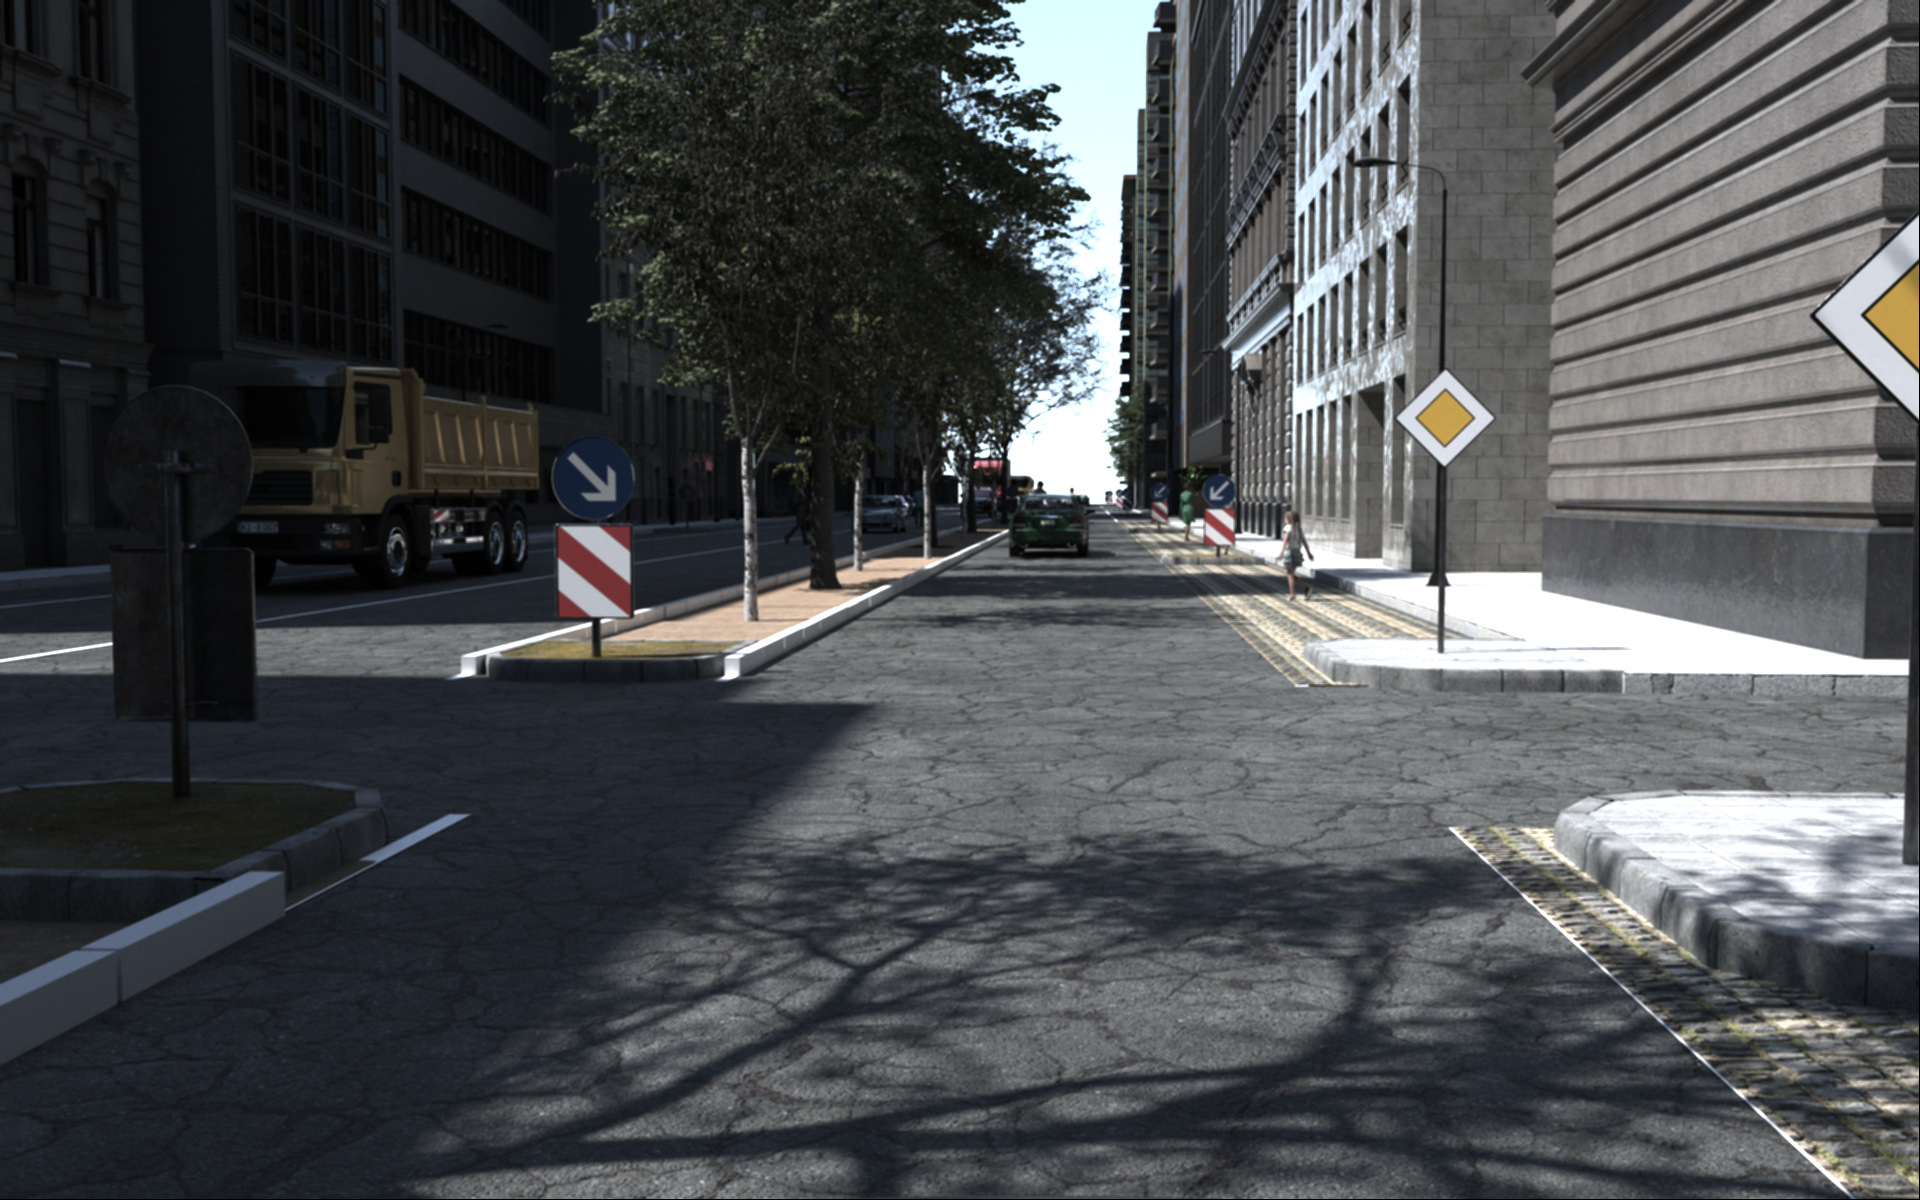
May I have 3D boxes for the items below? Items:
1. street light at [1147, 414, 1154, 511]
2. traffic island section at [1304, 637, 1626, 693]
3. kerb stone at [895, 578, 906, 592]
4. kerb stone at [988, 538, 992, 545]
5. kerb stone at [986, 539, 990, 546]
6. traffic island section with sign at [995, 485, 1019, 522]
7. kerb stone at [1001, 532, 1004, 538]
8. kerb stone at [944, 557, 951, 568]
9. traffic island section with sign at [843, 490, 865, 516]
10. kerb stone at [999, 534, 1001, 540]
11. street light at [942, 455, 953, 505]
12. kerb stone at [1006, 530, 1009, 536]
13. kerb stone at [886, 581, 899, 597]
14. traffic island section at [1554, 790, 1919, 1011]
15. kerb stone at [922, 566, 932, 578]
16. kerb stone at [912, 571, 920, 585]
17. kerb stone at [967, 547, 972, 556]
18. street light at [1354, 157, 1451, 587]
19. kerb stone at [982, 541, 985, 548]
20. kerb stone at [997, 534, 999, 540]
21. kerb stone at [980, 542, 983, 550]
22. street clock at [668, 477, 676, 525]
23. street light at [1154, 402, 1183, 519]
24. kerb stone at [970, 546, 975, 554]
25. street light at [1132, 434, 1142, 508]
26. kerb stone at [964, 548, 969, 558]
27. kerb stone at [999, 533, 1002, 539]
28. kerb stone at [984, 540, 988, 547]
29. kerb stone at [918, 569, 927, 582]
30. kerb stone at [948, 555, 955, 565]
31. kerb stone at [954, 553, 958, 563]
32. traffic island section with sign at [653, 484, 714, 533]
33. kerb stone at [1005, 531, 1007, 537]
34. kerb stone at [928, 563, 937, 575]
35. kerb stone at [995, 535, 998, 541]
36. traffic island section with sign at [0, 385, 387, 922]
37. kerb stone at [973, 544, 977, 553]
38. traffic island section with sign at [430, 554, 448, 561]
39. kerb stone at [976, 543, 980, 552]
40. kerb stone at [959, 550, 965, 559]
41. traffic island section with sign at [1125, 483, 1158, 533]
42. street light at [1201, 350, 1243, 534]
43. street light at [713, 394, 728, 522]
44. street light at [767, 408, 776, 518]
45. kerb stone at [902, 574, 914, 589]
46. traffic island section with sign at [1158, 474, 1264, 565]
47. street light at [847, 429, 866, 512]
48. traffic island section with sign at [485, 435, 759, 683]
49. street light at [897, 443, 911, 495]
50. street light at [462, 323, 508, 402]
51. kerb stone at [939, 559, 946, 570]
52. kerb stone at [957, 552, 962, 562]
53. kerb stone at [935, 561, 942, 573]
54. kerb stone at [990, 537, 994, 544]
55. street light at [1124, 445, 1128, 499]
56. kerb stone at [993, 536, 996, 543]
[{"bbox_3d":[11.618,-7.849,100.880,1.470,5.913,1.316,0,4,4],"label":"street light"},{"bbox_3d":[3.898,0.508,13.980,2.009,0.180,2.903,0,4,4],"label":"traffic island section"},{"bbox_3d":[-0.933,-0.192,25.349,0.120,0.150,1.000,0,4,4],"label":"kerb stone"},{"bbox_3d":[0.719,-1.564,47.856,0.120,0.150,1.000,0,4,4],"label":"kerb stone"},{"bbox_3d":[0.645,-1.507,46.833,0.120,0.150,1.000,0,4,4],"label":"kerb stone"},{"bbox_3d":[2.664,-4.950,89.068,2.006,1.907,1.989,0,4,4],"label":"traffic island section with sign"},{"bbox_3d":[1.236,-2.008,55.023,0.120,0.150,1.000,0,4,4],"label":"kerb stone"},{"bbox_3d":[-0.332,-0.694,33.543,0.120,0.150,1.000,0,4,4],"label":"kerb stone"},{"bbox_3d":[-6.658,-6.511,115.080,1.989,1.847,2.006,0,4,4],"label":"traffic island section with sign"},{"bbox_3d":[1.089,-1.883,52.974,0.120,0.150,1.000,0,4,4],"label":"kerb stone"},{"bbox_3d":[-1.447,-14.332,206.874,1.470,5.913,1.316,0,4,4],"label":"street light"},{"bbox_3d":[1.463,-2.195,58.089,0.120,0.150,1.000,0,4,4],"label":"kerb stone"},{"bbox_3d":[-1.010,-0.127,24.330,0.120,0.150,1.000,0,4,4],"label":"kerb stone"},{"bbox_3d":[3.316,0.995,6.016,2.009,0.180,2.903,0,4,4],"label":"traffic island section"},{"bbox_3d":[-0.623,-0.443,29.438,0.120,0.150,1.000,0,4,4],"label":"kerb stone"},{"bbox_3d":[-0.782,-0.318,27.395,0.120,0.150,1.000,0,4,4],"label":"kerb stone"},{"bbox_3d":[0.115,-1.067,39.677,0.120,0.150,1.000,0,4,4],"label":"kerb stone"},{"bbox_3d":[6.134,-3.149,24.033,1.470,5.913,1.316,0,4,4],"label":"street light"},{"bbox_3d":[0.499,-1.382,44.791,0.120,0.150,1.000,0,4,4],"label":"kerb stone"},{"bbox_3d":[1.014,-1.820,51.950,0.120,0.150,1.000,0,4,4],"label":"kerb stone"},{"bbox_3d":[0.417,-1.316,43.773,0.120,0.150,1.000,0,4,4],"label":"kerb stone"},{"bbox_3d":[-11.961,-4.121,71.941,0.358,2.002,0.471,0,4,4],"label":"street clock"},{"bbox_3d":[10.709,-7.042,87.673,1.470,5.913,1.316,0,4,4],"label":"street light"},{"bbox_3d":[0.190,-1.132,40.703,0.120,0.150,1.000,0,4,4],"label":"kerb stone"},{"bbox_3d":[14.132,-9.828,133.225,1.470,5.913,1.316,0,4,4],"label":"street light"},{"bbox_3d":[0.046,-1.007,38.655,0.120,0.150,1.000,0,4,4],"label":"kerb stone"},{"bbox_3d":[1.162,-1.942,54.004,0.120,0.150,1.000,0,4,4],"label":"kerb stone"},{"bbox_3d":[0.573,-1.444,45.811,0.120,0.150,1.000,0,4,4],"label":"kerb stone"},{"bbox_3d":[-0.695,-0.377,28.419,0.120,0.150,1.000,0,4,4],"label":"kerb stone"},{"bbox_3d":[-0.255,-0.756,34.562,0.120,0.150,1.000,0,4,4],"label":"kerb stone"},{"bbox_3d":[-0.180,-0.818,35.589,0.120,0.150,1.000,0,4,4],"label":"kerb stone"},{"bbox_3d":[-10.305,-3.449,65.012,1.989,1.847,2.006,0,4,4],"label":"traffic island section with sign"},{"bbox_3d":[1.393,-2.128,57.063,0.120,0.150,1.000,0,4,4],"label":"kerb stone"},{"bbox_3d":[-0.554,-0.506,30.471,0.120,0.150,1.000,0,4,4],"label":"kerb stone"},{"bbox_3d":[0.944,-1.757,50.929,0.120,0.150,1.000,0,4,4],"label":"kerb stone"},{"bbox_3d":[-3.353,0.085,6.741,2.006,1.907,1.989,0,4,4],"label":"traffic island section with sign"},{"bbox_3d":[0.268,-1.193,41.722,0.120,0.150,1.000,0,4,4],"label":"kerb stone"},{"bbox_3d":[-12.305,-1.779,37.717,1.989,1.847,2.006,0,4,4],"label":"traffic island section with sign"},{"bbox_3d":[0.344,-1.257,42.753,0.120,0.150,1.000,0,4,4],"label":"kerb stone"},{"bbox_3d":[-0.036,-0.937,37.628,0.120,0.150,1.000,0,4,4],"label":"kerb stone"},{"bbox_3d":[7.200,-3.370,63.728,1.989,1.847,2.006,0,4,4],"label":"traffic island section with sign"},{"bbox_3d":[8.438,-5.095,55.852,1.470,5.913,1.316,0,4,4],"label":"street light"},{"bbox_3d":[-10.618,-6.520,79.145,1.470,5.913,1.316,0,4,4],"label":"street light"},{"bbox_3d":[-9.688,-7.293,91.782,1.470,5.913,1.316,0,4,4],"label":"street light"},{"bbox_3d":[-0.851,-0.252,26.375,0.120,0.150,1.000,0,4,4],"label":"kerb stone"},{"bbox_3d":[5.158,-1.649,35.582,1.989,1.847,2.006,0,4,4],"label":"traffic island section with sign"},{"bbox_3d":[-7.439,-9.280,124.273,1.470,5.913,1.316,0,4,4],"label":"street light"},{"bbox_3d":[-2.804,-0.366,14.128,2.006,1.907,1.989,0,4,4],"label":"traffic island section with sign"},{"bbox_3d":[-5.079,-11.249,156.459,1.470,5.913,1.316,0,4,4],"label":"street light"},{"bbox_3d":[-13.006,-4.574,47.332,1.470,5.913,1.316,0,4,4],"label":"street light"},{"bbox_3d":[-0.407,-0.630,32.517,0.120,0.150,1.000,0,4,4],"label":"kerb stone"},{"bbox_3d":[-0.105,-0.873,36.608,0.120,0.150,1.000,0,4,4],"label":"kerb stone"},{"bbox_3d":[-0.481,-0.569,31.492,0.120,0.150,1.000,0,4,4],"label":"kerb stone"},{"bbox_3d":[0.795,-1.628,48.888,0.120,0.150,1.000,0,4,4],"label":"kerb stone"},{"bbox_3d":[16.316,-11.775,165.069,1.470,5.913,1.316,0,4,4],"label":"street light"},{"bbox_3d":[0.867,-1.695,49.910,0.120,0.150,1.000,0,4,4],"label":"kerb stone"}]
